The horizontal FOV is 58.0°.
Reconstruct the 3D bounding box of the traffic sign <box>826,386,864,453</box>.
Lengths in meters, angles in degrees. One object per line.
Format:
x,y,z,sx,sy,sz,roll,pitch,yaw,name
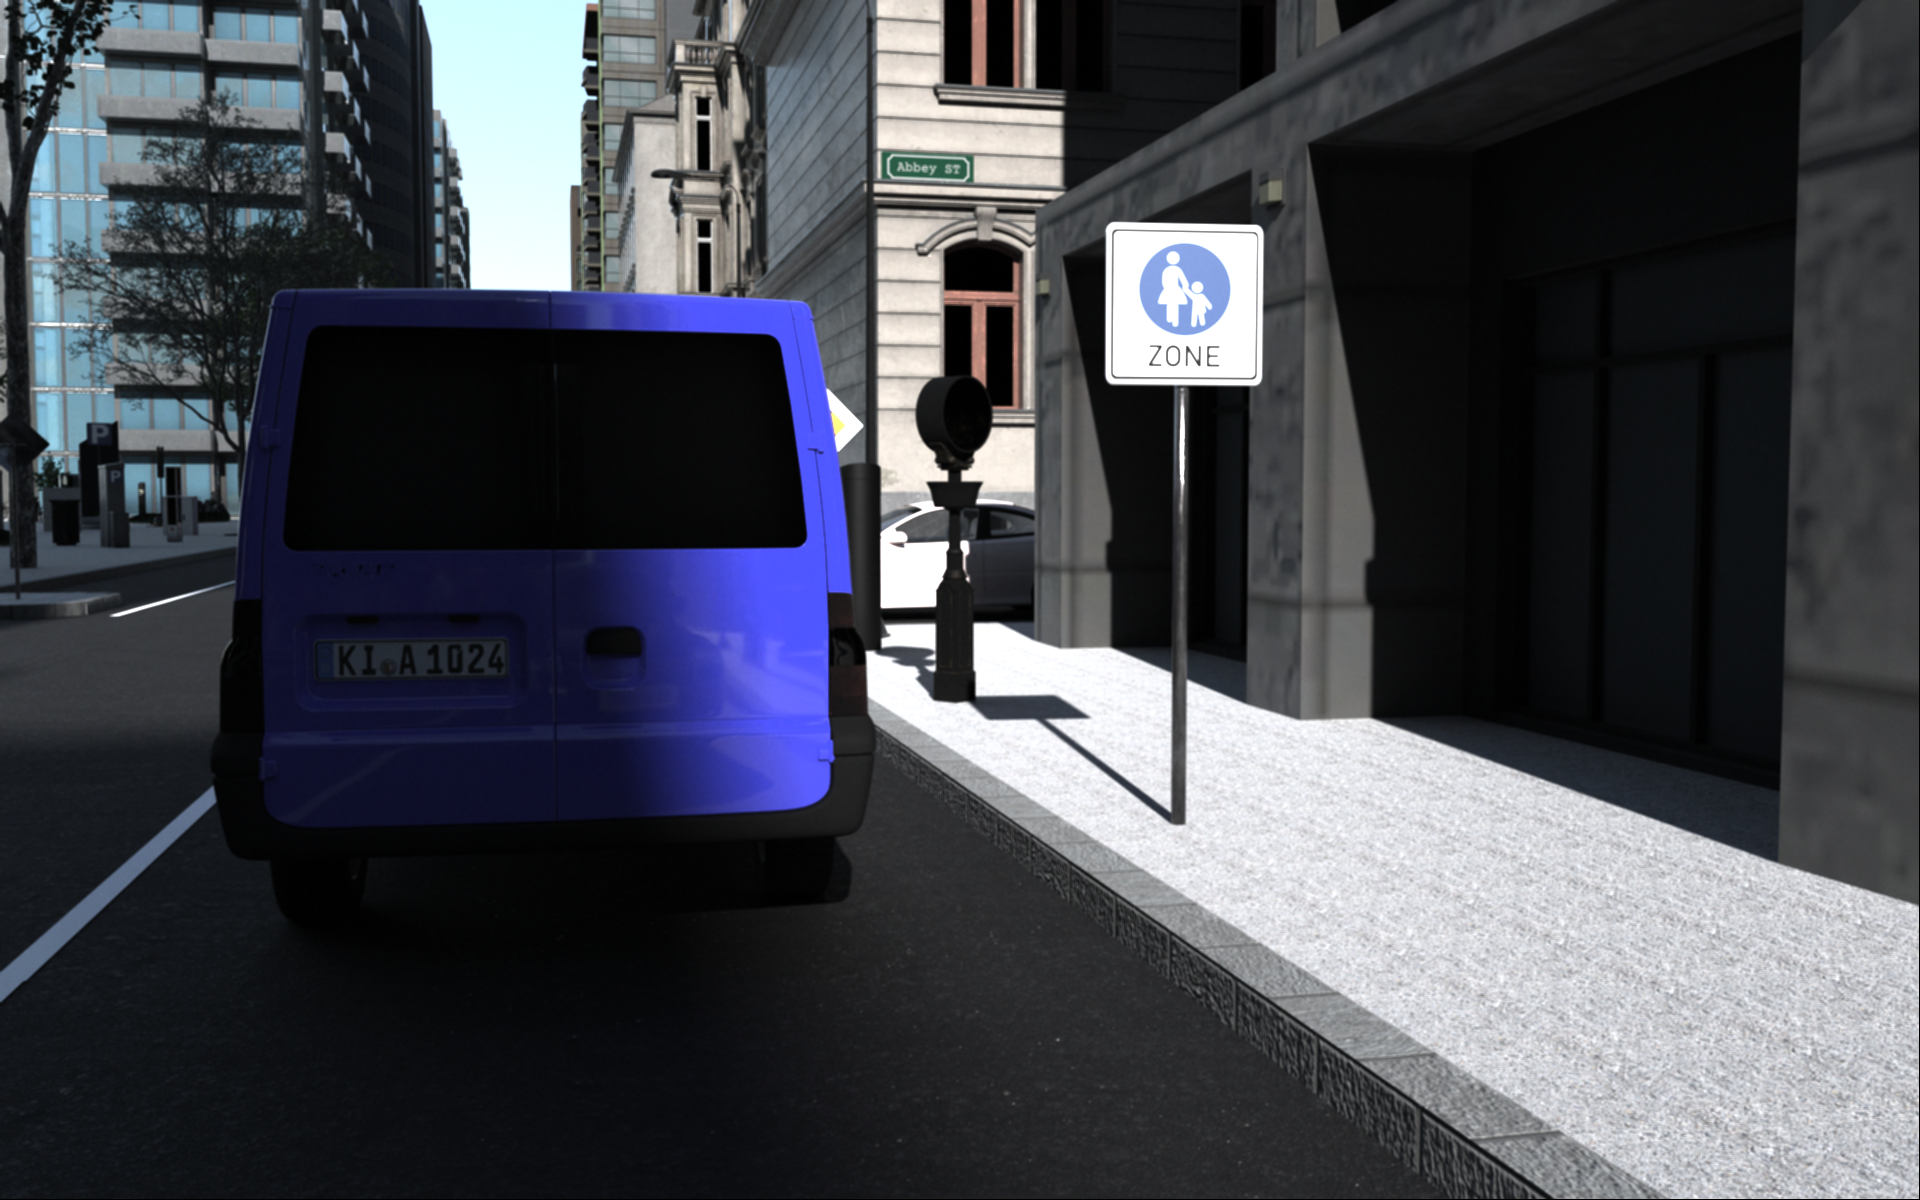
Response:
-1.241,-0.715,15.339,0.795,2.450,0.064,-1,4,-13,traffic sign

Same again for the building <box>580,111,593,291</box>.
-34.205,-30.957,189.742,14.154,41.232,14.086,-1,4,-13,building

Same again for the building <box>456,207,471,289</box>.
-74.670,-33.923,238.239,14.154,41.232,14.086,-1,4,-13,building

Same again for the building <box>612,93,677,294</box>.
-12.296,-14.617,88.134,9.793,20.994,18.267,-1,4,-13,building

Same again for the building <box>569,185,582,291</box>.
-47.925,-36.414,245.486,14.600,45.320,14.200,-1,4,-13,building

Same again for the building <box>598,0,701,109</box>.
-15.375,-25.969,108.183,14.154,41.232,14.086,-1,4,-13,building

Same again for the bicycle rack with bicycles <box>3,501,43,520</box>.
-46.915,-4.486,86.731,2.852,0.926,2.925,1,4,10,bicycle rack with bicycles

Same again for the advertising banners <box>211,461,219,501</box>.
-38.726,-5.744,90.104,0.090,3.025,2.074,-1,4,-13,advertising banners

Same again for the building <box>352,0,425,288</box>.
-53.364,-36.180,133.543,21.231,58.520,28.212,-1,4,-13,building

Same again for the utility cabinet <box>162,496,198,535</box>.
-24.376,-2.628,54.133,1.020,1.237,0.306,0,4,6,utility cabinet

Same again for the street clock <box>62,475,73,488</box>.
-33.882,-3.746,65.815,0.471,2.002,0.358,3,5,41,street clock

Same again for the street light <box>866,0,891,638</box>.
-1.323,-2.613,15.271,1.470,5.913,1.316,-1,4,-13,street light

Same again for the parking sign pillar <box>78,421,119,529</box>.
-31.494,-4.580,63.347,1.447,3.967,1.447,-3,4,-38,parking sign pillar

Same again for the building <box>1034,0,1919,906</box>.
12.969,-34.684,5.342,20.563,71.187,20.611,-1,4,-13,building

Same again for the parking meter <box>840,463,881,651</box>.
-0.836,-0.358,14.268,0.372,1.533,0.369,0,3,0,parking meter

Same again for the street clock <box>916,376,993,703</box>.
-0.033,-0.375,10.700,0.358,2.002,0.471,3,5,41,street clock

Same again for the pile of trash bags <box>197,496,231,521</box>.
-35.615,-4.495,83.250,3.447,1.369,1.912,-2,4,-32,pile of trash bags

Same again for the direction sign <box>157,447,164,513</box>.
-38.267,-5.563,82.953,0.379,3.537,0.876,0,4,-7,direction sign

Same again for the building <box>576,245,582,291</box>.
-37.811,-26.421,203.677,14.160,30.474,14.107,-1,4,-13,building

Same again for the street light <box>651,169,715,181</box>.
-3.727,-3.211,25.039,1.470,5.913,1.316,-1,4,-13,street light

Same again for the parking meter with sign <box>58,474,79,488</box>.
-34.371,-4.315,66.808,1.738,3.016,0.543,-3,4,-36,parking meter with sign

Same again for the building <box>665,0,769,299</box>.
-3.211,-14.900,62.706,14.460,24.649,34.723,-1,4,-13,building

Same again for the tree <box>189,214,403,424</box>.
-24.180,-8.424,63.483,9.928,11.665,9.643,0,3,0,tree

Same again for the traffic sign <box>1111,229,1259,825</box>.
0.848,-0.277,6.664,0.606,2.300,0.079,0,4,-7,traffic sign

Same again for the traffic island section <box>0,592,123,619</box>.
-11.536,0.068,21.172,2.009,0.180,2.903,-1,4,-13,traffic island section

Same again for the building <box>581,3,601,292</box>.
-22.820,-30.761,157.574,22.147,44.769,28.867,-1,4,-13,building

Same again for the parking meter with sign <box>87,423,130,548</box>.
-20.548,-2.792,41.908,0.543,3.016,1.738,-3,5,-41,parking meter with sign

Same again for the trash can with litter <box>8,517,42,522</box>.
-43.190,-4.205,79.801,2.233,1.210,1.678,1,4,14,trash can with litter

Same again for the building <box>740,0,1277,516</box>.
8.103,-15.018,32.938,23.554,28.519,14.401,-1,4,-13,building

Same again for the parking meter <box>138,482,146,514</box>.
-40.620,-4.912,86.014,0.255,1.863,0.399,-1,4,-12,parking meter

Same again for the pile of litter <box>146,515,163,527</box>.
-31.124,-3.323,68.289,1.719,0.858,1.176,-1,4,-14,pile of litter

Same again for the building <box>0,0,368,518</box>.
-48.218,-29.685,104.955,23.786,49.044,30.456,-1,4,-13,building

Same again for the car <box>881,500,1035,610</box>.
-0.316,-0.491,20.393,4.827,1.381,2.083,-1,4,-13,car

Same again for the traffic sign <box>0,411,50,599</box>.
-11.515,-1.069,21.116,0.795,2.450,0.064,-1,4,-13,traffic sign

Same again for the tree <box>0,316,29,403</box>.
-34.808,-6.723,60.285,4.737,8.622,4.395,0,3,0,tree

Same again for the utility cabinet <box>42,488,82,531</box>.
-30.579,-3.077,58.996,1.173,1.500,0.318,-2,4,-30,utility cabinet

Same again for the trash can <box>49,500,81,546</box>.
-22.378,-1.938,43.337,0.748,1.137,0.748,0,3,0,trash can

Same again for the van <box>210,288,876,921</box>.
-1.728,-0.197,7.606,2.240,2.365,5.245,-1,4,-12,van

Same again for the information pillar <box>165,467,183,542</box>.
-21.108,-2.570,46.505,0.304,2.012,0.304,0,4,-2,information pillar

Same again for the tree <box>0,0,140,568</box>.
-17.800,-10.620,29.520,12.611,20.169,13.585,0,3,0,tree

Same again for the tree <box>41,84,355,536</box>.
-22.205,-8.725,53.019,12.009,13.543,11.850,0,3,0,tree

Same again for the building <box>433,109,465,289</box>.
-73.280,-36.424,215.137,23.786,49.044,30.456,-1,4,-13,building

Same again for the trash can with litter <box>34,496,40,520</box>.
-45.158,-4.437,83.933,1.055,1.170,0.624,1,4,20,trash can with litter

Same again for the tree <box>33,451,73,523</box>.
-40.712,-5.063,77.378,1.663,3.219,1.824,0,3,0,tree

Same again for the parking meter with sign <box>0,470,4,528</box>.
-31.108,-3.631,55.623,0.543,3.016,1.738,-1,4,-13,parking meter with sign

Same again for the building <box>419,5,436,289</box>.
-54.723,-30.922,155.680,14.600,45.320,14.200,-1,4,-13,building
